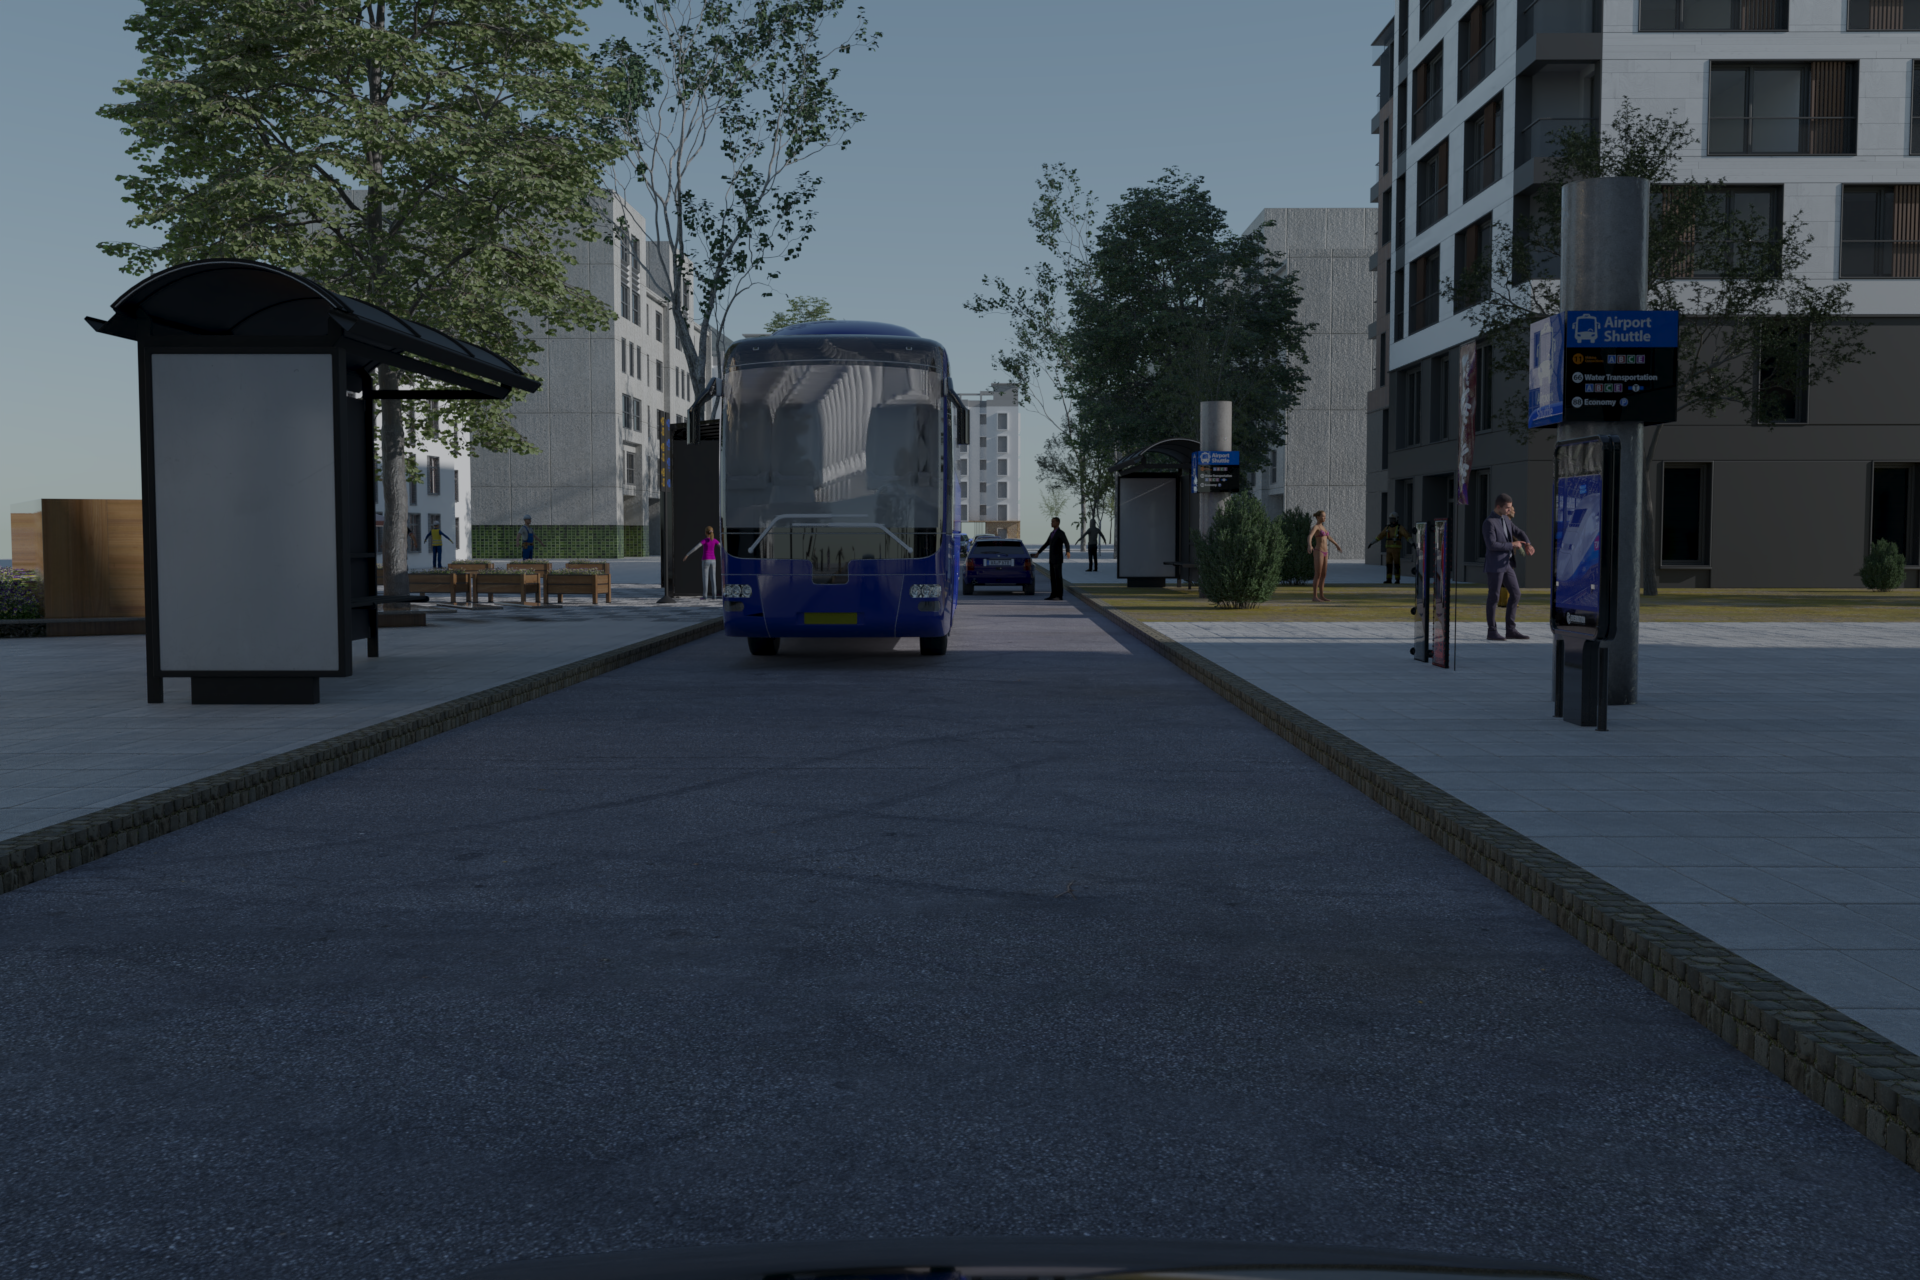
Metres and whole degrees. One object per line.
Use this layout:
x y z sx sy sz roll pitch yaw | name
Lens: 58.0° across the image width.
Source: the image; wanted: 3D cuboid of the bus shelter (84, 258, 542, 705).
-5.394 -1.319 15.491 2.014 3.302 5.546 0 3 0 | bus shelter

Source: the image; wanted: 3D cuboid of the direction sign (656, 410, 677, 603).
-5.459 -2.453 32.097 0.379 3.537 0.876 0 4 1 | direction sign

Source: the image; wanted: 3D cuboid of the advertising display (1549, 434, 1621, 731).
4.192 -0.394 11.655 0.123 1.923 0.974 0 4 1 | advertising display

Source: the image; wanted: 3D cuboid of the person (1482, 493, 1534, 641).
6.634 -0.879 20.864 0.683 1.767 0.568 -3 5 -45 | person

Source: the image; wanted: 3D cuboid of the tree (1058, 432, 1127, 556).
7.979 -9.148 99.937 4.737 8.622 4.395 0 3 0 | tree

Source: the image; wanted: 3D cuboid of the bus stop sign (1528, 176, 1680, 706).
4.856 -1.476 13.144 0.837 3.901 0.837 0 4 1 | bus stop sign

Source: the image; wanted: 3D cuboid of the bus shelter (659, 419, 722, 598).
-5.100 -2.830 37.554 1.731 3.624 6.357 0 4 1 | bus shelter

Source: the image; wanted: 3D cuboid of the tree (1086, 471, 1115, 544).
19.650 -17.625 222.579 7.601 10.594 8.767 0 3 0 | tree

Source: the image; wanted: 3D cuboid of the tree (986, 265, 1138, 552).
8.198 -16.379 123.689 12.611 20.169 13.585 0 3 0 | tree

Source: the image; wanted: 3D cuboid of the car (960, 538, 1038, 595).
0.933 -1.799 41.999 1.945 1.354 3.894 0 4 1 | car

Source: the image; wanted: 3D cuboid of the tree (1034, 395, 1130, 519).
8.414 -10.843 111.688 8.767 10.594 7.601 2 4 27 | tree

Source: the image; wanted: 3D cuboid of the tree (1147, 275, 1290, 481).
6.844 -6.100 50.095 4.360 8.622 3.978 0 3 0 | tree

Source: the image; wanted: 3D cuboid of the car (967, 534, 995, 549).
1.439 -5.567 101.246 2.015 1.641 3.980 0 4 0 | car

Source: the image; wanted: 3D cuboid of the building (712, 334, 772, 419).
-21.937 -18.858 164.754 16.016 20.090 11.380 0 4 1 | building

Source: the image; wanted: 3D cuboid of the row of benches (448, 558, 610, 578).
-10.958 -1.730 43.755 4.104 0.672 1.422 0 4 -7 | row of benches

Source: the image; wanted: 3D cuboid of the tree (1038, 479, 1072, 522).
12.352 -16.264 216.277 4.360 8.622 3.978 0 3 0 | tree

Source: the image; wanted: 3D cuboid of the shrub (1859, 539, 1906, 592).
20.464 -1.669 38.400 1.383 1.207 1.383 0 3 0 | shrub

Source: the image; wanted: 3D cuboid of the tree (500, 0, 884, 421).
-9.083 -11.972 51.629 12.611 20.169 13.585 0 3 0 | tree

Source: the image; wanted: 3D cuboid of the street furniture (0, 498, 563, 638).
-12.489 -1.152 25.685 11.010 1.723 9.812 -2 4 -32 | street furniture

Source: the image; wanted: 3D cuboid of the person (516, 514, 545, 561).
-12.464 -2.701 50.025 0.705 1.847 1.347 1 4 19 | person

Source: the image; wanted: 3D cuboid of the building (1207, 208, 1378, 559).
24.949 -14.441 102.561 16.747 18.905 31.486 0 4 1 | building

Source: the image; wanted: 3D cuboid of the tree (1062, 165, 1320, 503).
7.986 -9.398 60.314 9.857 13.997 8.962 0 3 0 | tree

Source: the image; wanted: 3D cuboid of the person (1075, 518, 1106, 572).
4.518 -3.245 59.189 1.348 1.813 0.705 -2 4 -34 | person

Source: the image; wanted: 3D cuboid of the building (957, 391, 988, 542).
-3.429 -22.105 220.292 11.380 20.090 16.016 0 4 -6 | building

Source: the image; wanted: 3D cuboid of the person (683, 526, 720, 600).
-4.922 -1.500 33.785 0.991 1.433 0.599 -2 4 -32 | person

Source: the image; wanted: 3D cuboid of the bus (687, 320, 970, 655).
-1.298 -1.970 23.752 2.896 3.916 12.251 0 4 0 | bus

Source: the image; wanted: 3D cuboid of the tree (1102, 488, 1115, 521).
19.794 -16.226 215.654 4.737 8.622 4.395 0 3 0 | tree

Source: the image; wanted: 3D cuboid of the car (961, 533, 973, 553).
-0.064 -7.030 124.533 1.945 1.707 3.694 0 4 0 | car

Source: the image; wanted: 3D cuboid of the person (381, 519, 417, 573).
-15.368 -2.536 47.608 1.345 1.843 0.704 2 4 29 | person

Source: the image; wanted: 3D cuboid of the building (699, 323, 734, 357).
-26.263 -21.850 188.171 19.493 23.208 18.063 0 4 1 | building

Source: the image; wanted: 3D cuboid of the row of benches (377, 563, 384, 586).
-14.042 -1.379 38.003 4.104 0.672 1.422 1 4 20 | row of benches

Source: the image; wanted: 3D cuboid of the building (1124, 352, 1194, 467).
26.155 -20.922 173.009 19.493 23.208 18.063 0 4 1 | building

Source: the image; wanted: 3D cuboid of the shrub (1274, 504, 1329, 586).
8.367 -2.377 43.284 1.690 2.028 1.600 0 3 0 | shrub

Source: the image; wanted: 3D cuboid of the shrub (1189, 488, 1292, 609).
4.811 -1.571 29.733 1.661 2.075 1.752 0 3 0 | shrub

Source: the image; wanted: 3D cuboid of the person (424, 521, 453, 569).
-19.338 -3.530 64.187 1.216 1.772 0.721 1 4 15 | person

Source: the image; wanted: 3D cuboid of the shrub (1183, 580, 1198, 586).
6.074 -2.391 43.139 1.661 2.075 1.752 0 3 0 | shrub

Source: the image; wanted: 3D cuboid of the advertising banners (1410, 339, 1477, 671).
4.645 -1.253 16.672 0.090 3.025 2.074 0 4 1 | advertising banners

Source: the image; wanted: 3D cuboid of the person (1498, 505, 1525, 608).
9.575 -1.475 30.254 0.704 1.812 1.346 0 4 3 | person

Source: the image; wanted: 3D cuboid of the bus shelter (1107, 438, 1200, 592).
4.581 -2.765 39.125 2.014 3.302 5.546 0 4 0 | bus shelter

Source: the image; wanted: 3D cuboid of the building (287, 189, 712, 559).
-25.861 -14.586 104.941 16.747 18.905 31.486 0 4 1 | building

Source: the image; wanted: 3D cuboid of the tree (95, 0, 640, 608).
-8.183 -6.482 24.103 7.486 12.596 7.792 0 3 0 | tree

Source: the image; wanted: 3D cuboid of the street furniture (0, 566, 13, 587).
-21.054 -1.575 32.599 11.010 1.723 9.812 -1 4 -19 | street furniture

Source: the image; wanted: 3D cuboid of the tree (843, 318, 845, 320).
-7.505 -11.510 98.553 12.009 13.543 11.850 0 3 0 | tree

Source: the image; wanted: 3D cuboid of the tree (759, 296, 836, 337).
-7.571 -10.100 83.261 7.486 12.596 7.792 0 3 0 | tree

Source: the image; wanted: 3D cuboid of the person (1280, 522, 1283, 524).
11.614 -3.397 62.269 0.721 1.740 1.216 0 4 -5 | person

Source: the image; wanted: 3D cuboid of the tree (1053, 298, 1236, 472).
7.905 -9.025 73.313 9.928 11.665 9.643 0 3 0 | tree

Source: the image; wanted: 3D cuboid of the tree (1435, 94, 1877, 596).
14.480 -6.224 36.177 8.767 10.594 7.601 0 4 7 | tree

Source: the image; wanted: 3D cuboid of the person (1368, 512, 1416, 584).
11.197 -2.386 44.778 1.354 1.858 0.705 3 5 42 | person

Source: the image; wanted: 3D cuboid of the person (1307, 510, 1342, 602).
6.915 -1.596 32.903 0.721 1.733 1.217 3 5 41 | person

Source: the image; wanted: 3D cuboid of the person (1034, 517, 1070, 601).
2.046 -1.755 37.375 0.704 1.802 1.346 -2 4 -29 | person

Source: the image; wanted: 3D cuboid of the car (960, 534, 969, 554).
-0.380 -6.759 120.301 2.009 1.686 4.222 0 4 1 | car

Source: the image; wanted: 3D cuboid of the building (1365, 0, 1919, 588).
27.461 -12.988 56.332 27.936 21.610 32.646 0 4 1 | building

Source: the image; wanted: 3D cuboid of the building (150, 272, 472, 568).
-24.752 -7.809 69.833 9.099 9.664 28.070 0 4 2 | building

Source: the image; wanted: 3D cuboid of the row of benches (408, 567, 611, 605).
-8.370 -1.028 32.265 4.104 0.672 1.422 1 4 14 | row of benches

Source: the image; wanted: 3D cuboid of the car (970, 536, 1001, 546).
1.446 -4.496 86.094 1.945 1.354 3.894 0 4 1 | car

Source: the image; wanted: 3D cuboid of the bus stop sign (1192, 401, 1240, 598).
5.097 -2.788 34.598 0.837 3.901 0.837 0 3 0 | bus stop sign

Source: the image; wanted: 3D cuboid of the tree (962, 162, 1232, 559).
6.937 -14.284 89.431 12.611 20.169 13.585 0 3 0 | tree
